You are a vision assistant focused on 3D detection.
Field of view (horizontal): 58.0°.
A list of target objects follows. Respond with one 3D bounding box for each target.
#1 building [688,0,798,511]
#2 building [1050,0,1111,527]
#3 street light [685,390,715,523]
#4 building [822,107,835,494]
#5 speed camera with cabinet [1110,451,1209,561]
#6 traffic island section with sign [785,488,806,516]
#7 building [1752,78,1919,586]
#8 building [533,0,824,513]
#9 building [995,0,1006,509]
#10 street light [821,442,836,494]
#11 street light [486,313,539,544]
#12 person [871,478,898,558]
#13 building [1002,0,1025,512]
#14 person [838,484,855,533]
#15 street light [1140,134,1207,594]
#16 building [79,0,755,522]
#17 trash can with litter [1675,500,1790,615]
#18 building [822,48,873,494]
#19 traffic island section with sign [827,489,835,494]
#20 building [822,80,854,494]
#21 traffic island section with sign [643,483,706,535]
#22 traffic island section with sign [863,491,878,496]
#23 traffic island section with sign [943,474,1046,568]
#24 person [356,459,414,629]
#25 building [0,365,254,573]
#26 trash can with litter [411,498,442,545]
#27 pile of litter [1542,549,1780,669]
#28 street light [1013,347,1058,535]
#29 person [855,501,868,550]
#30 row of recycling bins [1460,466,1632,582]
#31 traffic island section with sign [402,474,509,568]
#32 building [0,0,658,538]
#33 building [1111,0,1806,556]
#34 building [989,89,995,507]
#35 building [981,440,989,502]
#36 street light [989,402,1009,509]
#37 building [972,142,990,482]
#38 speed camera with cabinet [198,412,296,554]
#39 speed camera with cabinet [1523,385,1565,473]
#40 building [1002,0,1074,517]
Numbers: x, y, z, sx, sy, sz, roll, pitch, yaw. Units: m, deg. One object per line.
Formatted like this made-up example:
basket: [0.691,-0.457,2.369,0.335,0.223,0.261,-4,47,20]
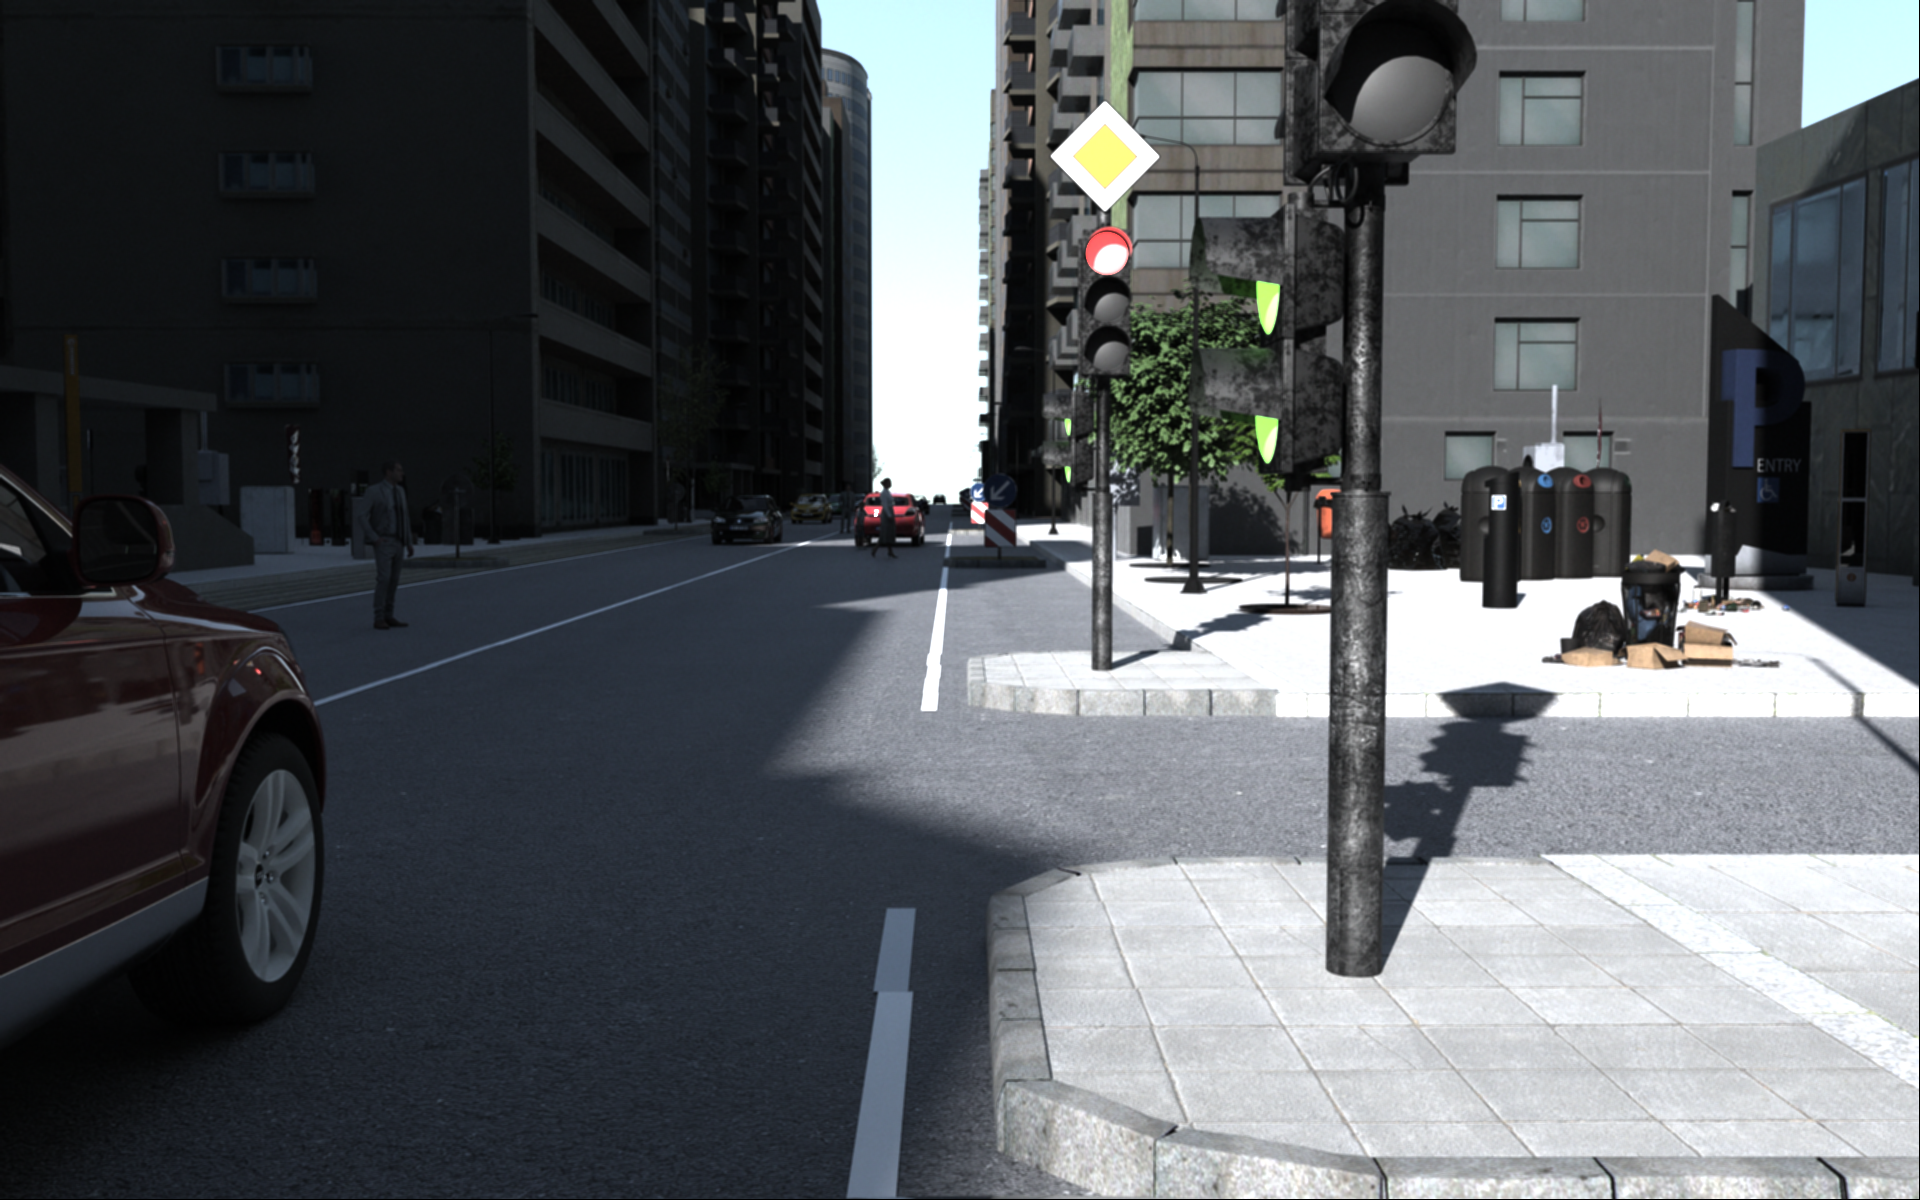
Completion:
building: [-23.580,-28.809,125.653,22.147,44.769,28.867,0,4,0]
building: [15.261,-27.660,71.855,23.786,49.044,30.456,0,4,0]
street light: [-11.585,-6.399,77.161,1.470,5.913,1.316,0,4,0]
building: [-20.365,-30.224,177.759,14.154,41.232,14.086,0,4,0]
speed camera with cabinet: [3.741,-2.385,33.329,2.038,3.252,0.660,-1,4,-9]
traffic island section with sign: [-10.238,-6.335,112.208,1.989,1.847,2.006,0,4,0]
building: [28.830,-43.249,19.798,31.000,86.520,22.319,0,4,0]
building: [-23.405,-32.234,150.725,21.300,48.544,21.600,0,4,0]
building: [13.510,-37.101,148.598,21.231,58.520,28.212,0,4,0]
street light: [-11.705,-11.054,153.274,1.470,5.913,1.316,0,4,0]
street light: [-11.483,-4.400,44.482,1.470,5.913,1.316,0,4,0]
person: [-1.707,-1.851,38.991,0.641,1.798,0.478,1,4,22]
building: [10.167,-29.171,127.055,14.600,45.320,14.200,0,4,0]
person: [-4.189,-3.395,64.114,0.635,1.810,0.391,-1,4,-16]
street light: [2.490,-3.043,22.286,1.470,5.913,1.316,0,4,0]
building: [-28.661,-24.924,99.396,32.217,40.220,23.993,0,4,0]
trash can with litter: [8.355,-0.507,19.350,1.678,1.210,2.233,2,4,32]
building: [-22.707,-41.971,228.225,21.231,58.520,28.212,0,4,0]
traffic island section with sign: [-10.324,-8.013,139.638,1.989,1.847,2.006,0,4,0]
building: [-19.447,-33.128,191.754,14.600,45.320,14.200,0,4,0]
traffic island section with sign: [-10.085,-3.228,61.411,1.989,1.847,2.006,0,4,0]
traffic island section with sign: [-10.495,-11.396,194.958,1.989,1.847,2.006,0,4,0]
traffic island section with sign: [0.667,-1.577,34.408,1.989,1.847,2.006,0,4,0]
person: [-6.149,-0.612,18.610,0.391,1.810,0.635,1,4,16]
building: [-28.908,-20.269,23.272,32.217,40.220,23.993,0,4,0]
trash can with litter: [-13.620,-1.989,43.913,1.055,1.170,0.624,-1,4,-11]
pile of litter: [5.326,0.054,13.090,1.719,0.858,1.176,1,4,22]
street light: [2.425,-5.031,54.801,1.470,5.913,1.316,0,4,0]
person: [-2.544,-1.932,44.765,0.332,1.250,0.352,-2,4,-24]
row of recycling bins: [8.869,-1.172,26.269,3.534,1.692,1.069,-2,4,-35]
traffic island section with sign: [-9.995,-1.556,34.074,1.989,1.847,2.006,0,4,0]
building: [-23.097,-26.657,59.544,21.300,48.544,21.600,0,4,0]
building: [10.555,-21.913,41.865,14.154,41.232,14.086,0,4,0]
building: [10.023,-30.260,178.337,14.154,41.232,14.086,0,4,0]
building: [13.837,-54.255,199.738,22.319,86.520,31.000,0,4,0]
street light: [2.359,-7.043,87.688,1.470,5.913,1.316,0,4,0]
building: [13.607,-37.428,231.552,23.786,49.044,30.456,0,4,0]
speed camera with cabinet: [-15.382,-2.615,37.092,2.038,3.252,0.660,0,4,-4]
speed camera with cabinet: [10.603,-2.317,32.225,0.660,3.252,2.038,0,4,-1]
building: [13.812,-27.530,104.739,22.147,44.769,28.867,0,4,0]
